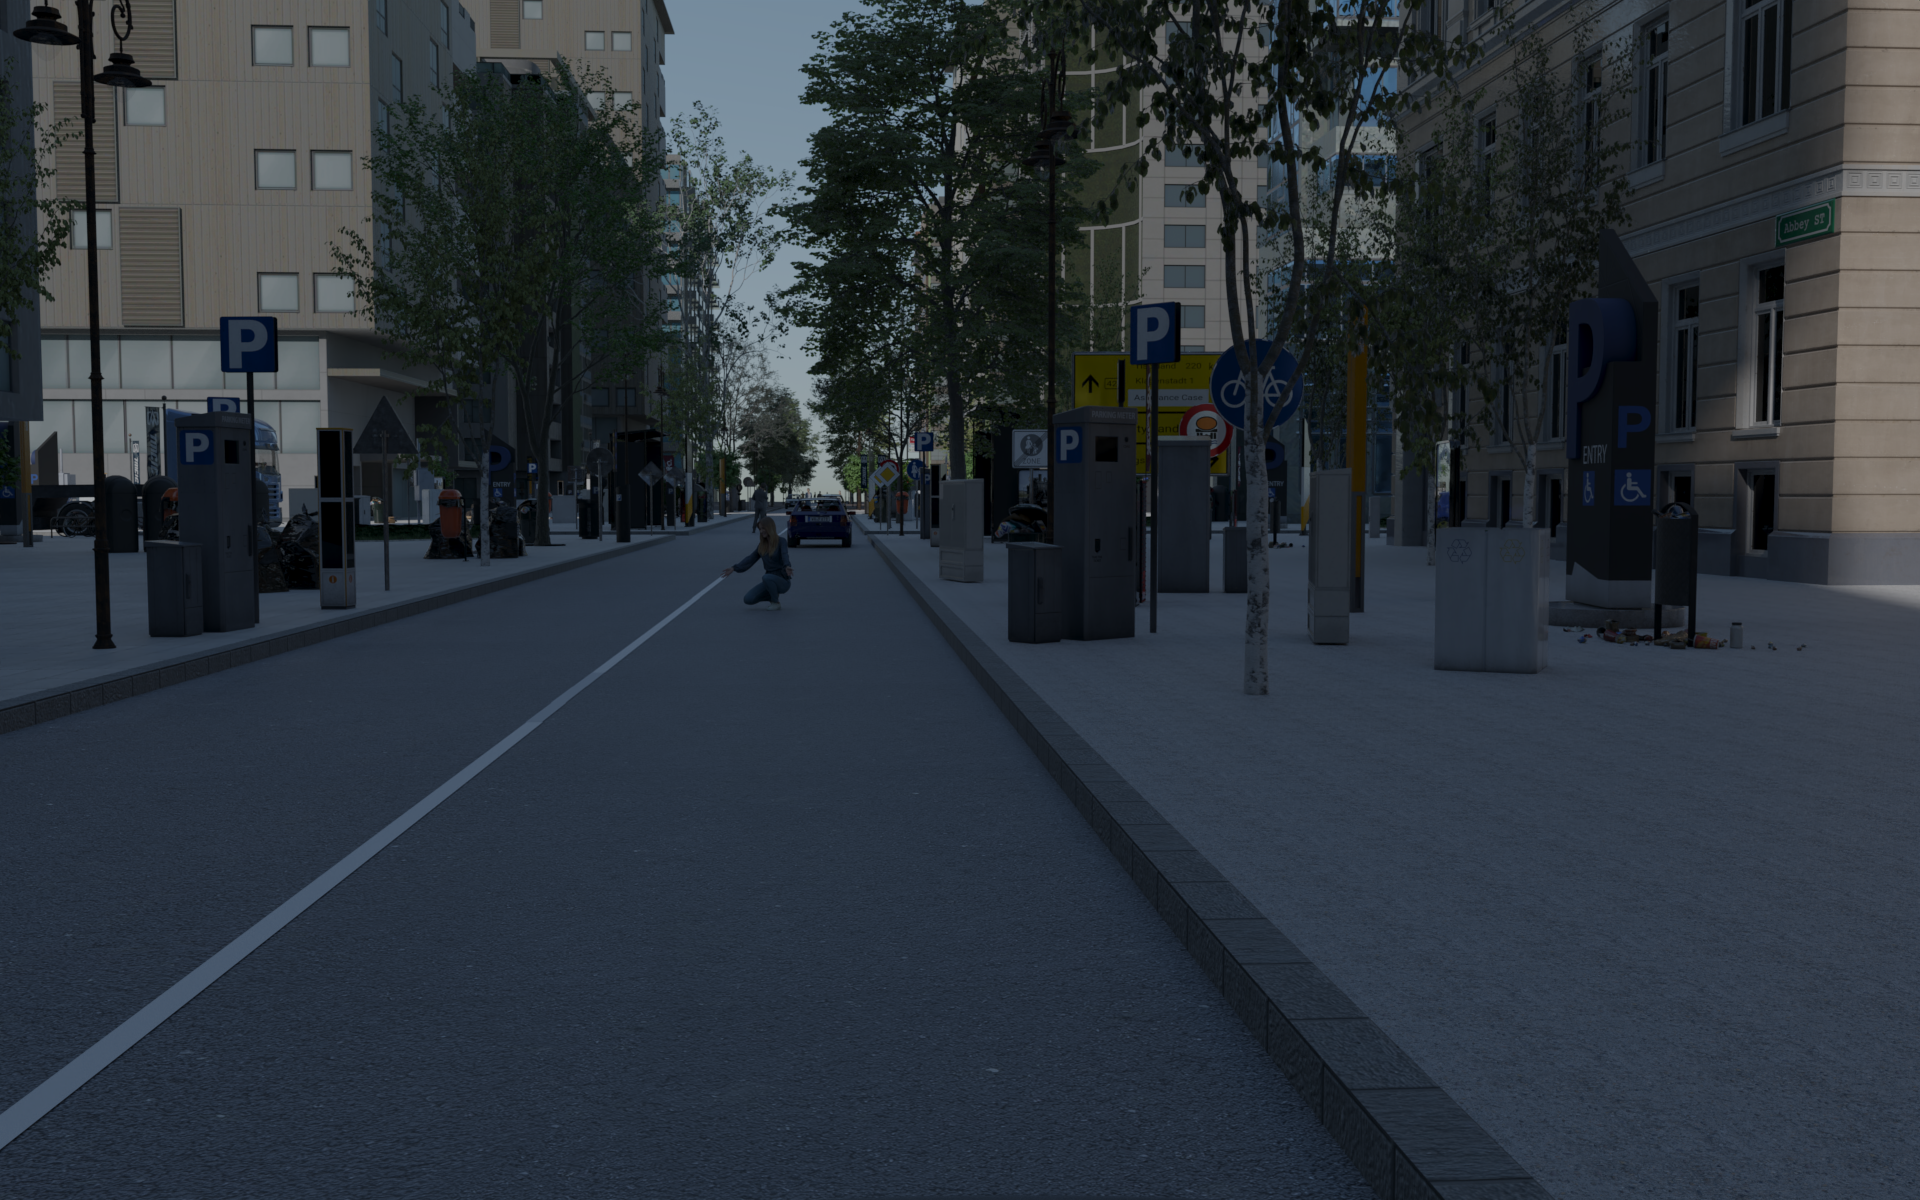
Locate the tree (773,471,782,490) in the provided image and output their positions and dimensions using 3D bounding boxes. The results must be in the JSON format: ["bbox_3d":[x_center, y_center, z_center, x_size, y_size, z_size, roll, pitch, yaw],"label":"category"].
[{"bbox_3d":[-21.102,-12.489,187.909,4.285,4.588,4.351,0,3,0],"label":"tree"}]

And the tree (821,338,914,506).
[{"bbox_3d":[-10.185,-20.248,186.943,12.611,20.169,13.585,0,3,0],"label":"tree"}]

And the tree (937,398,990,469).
[{"bbox_3d":[0.281,-10.254,118.018,4.737,8.622,4.395,0,3,0],"label":"tree"}]

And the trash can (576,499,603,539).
[{"bbox_3d":[-10.542,-2.301,49.281,0.748,1.137,0.748,0,3,0],"label":"trash can"}]

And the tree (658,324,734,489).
[{"bbox_3d":[-11.777,-7.601,74.642,4.737,8.622,4.395,0,3,0],"label":"tree"}]

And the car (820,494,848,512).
[{"bbox_3d":[-7.443,-5.531,100.214,2.009,1.686,4.222,0,4,-5],"label":"car"}]

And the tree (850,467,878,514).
[{"bbox_3d":[-5.615,-7.063,110.083,1.663,3.219,1.824,0,3,0],"label":"tree"}]

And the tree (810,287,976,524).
[{"bbox_3d":[-2.820,-8.591,74.868,8.767,10.594,7.601,1,4,21],"label":"tree"}]

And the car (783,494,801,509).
[{"bbox_3d":[-15.876,-9.534,165.674,2.009,1.686,4.222,0,4,-5],"label":"car"}]

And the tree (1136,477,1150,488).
[{"bbox_3d":[8.737,-5.567,85.614,1.663,3.219,1.824,0,3,0],"label":"tree"}]

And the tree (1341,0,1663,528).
[{"bbox_3d":[8.383,-4.611,25.752,4.360,8.622,3.978,0,3,0],"label":"tree"}]

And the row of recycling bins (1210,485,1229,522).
[{"bbox_3d":[11.012,-4.449,79.860,3.534,1.692,1.069,-3,5,-39],"label":"row of recycling bins"}]

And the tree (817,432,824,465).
[{"bbox_3d":[-25.807,-21.827,263.532,9.857,13.997,8.962,0,3,0],"label":"tree"}]

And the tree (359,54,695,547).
[{"bbox_3d":[-10.341,-7.122,42.208,9.928,11.665,9.643,0,3,0],"label":"tree"}]

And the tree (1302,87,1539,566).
[{"bbox_3d":[8.220,-4.923,30.856,4.737,8.622,4.395,0,3,0],"label":"tree"}]

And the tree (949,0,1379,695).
[{"bbox_3d":[1.793,-3.687,10.650,4.360,8.622,3.978,0,3,0],"label":"tree"}]

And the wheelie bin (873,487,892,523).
[{"bbox_3d":[-3.432,-4.261,77.568,0.693,1.594,0.980,2,4,33],"label":"wheelie bin"}]

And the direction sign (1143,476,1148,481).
[{"bbox_3d":[11.392,-7.135,108.661,0.876,3.537,0.379,0,4,-8],"label":"direction sign"}]

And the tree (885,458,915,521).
[{"bbox_3d":[-2.804,-5.428,83.353,1.663,3.219,1.824,0,3,0],"label":"tree"}]

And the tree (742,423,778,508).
[{"bbox_3d":[-17.919,-12.779,159.292,4.360,8.622,3.978,0,3,0],"label":"tree"}]

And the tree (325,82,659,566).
[{"bbox_3d":[-8.682,-4.921,30.816,4.737,8.622,4.395,0,3,0],"label":"tree"}]

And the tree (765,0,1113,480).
[{"bbox_3d":[-0.354,-7.145,34.950,7.486,12.596,7.792,0,3,0],"label":"tree"}]

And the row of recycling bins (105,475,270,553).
[{"bbox_3d":[-17.286,-1.928,38.633,3.534,1.692,1.069,-2,4,-31],"label":"row of recycling bins"}]

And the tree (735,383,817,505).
[{"bbox_3d":[-21.727,-17.922,199.674,9.857,13.997,8.962,0,3,0],"label":"tree"}]

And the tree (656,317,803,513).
[{"bbox_3d":[-16.086,-12.835,120.216,12.009,13.543,11.850,0,3,0],"label":"tree"}]

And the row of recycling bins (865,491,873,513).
[{"bbox_3d":[-5.513,-6.524,113.775,1.069,1.692,3.534,1,4,9],"label":"row of recycling bins"}]

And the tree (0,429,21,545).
[{"bbox_3d":[-24.559,-3.034,44.205,1.663,3.219,1.824,0,3,0],"label":"tree"}]

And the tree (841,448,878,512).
[{"bbox_3d":[-6.758,-8.531,123.191,4.285,4.588,4.351,0,3,0],"label":"tree"}]

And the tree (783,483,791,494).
[{"bbox_3d":[-25.100,-15.359,245.715,1.663,3.219,1.824,0,3,0],"label":"tree"}]

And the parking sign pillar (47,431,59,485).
[{"bbox_3d":[-38.987,-5.216,73.752,1.447,3.967,1.447,1,4,8],"label":"parking sign pillar"}]

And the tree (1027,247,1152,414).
[{"bbox_3d":[3.960,-6.230,52.215,4.737,8.622,4.395,0,3,0],"label":"tree"}]

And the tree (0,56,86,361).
[{"bbox_3d":[-16.577,-4.786,28.614,4.737,8.622,4.395,0,3,0],"label":"tree"}]

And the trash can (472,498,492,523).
[{"bbox_3d":[-17.729,-3.215,64.218,0.748,1.137,0.748,0,3,0],"label":"trash can"}]

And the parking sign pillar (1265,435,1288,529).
[{"bbox_3d":[11.520,-4.656,64.601,1.447,3.967,1.447,-1,4,-11],"label":"parking sign pillar"}]

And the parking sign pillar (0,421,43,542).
[{"bbox_3d":[-25.406,-3.539,46.331,1.447,3.967,1.447,-1,4,-21],"label":"parking sign pillar"}]

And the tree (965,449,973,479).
[{"bbox_3d":[1.088,-7.814,111.469,4.285,4.588,4.351,0,3,0],"label":"tree"}]

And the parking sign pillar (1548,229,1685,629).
[{"bbox_3d":[6.411,-1.749,17.066,1.447,3.967,1.447,0,4,2],"label":"parking sign pillar"}]

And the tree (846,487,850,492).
[{"bbox_3d":[-13.435,-13.770,219.739,1.663,3.219,1.824,0,3,0],"label":"tree"}]

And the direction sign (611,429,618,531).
[{"bbox_3d":[-12.044,-4.192,60.542,0.379,3.537,0.876,-1,4,-20],"label":"direction sign"}]

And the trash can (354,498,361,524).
[{"bbox_3d":[-22.950,-3.279,65.261,0.748,1.137,0.748,0,3,0],"label":"trash can"}]

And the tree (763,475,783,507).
[{"bbox_3d":[-19.357,-11.110,176.243,1.663,3.219,1.824,0,3,0],"label":"tree"}]

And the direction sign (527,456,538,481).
[{"bbox_3d":[-25.397,-6.807,103.298,0.876,3.537,0.379,1,4,11],"label":"direction sign"}]

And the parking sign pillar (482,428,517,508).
[{"bbox_3d":[-18.477,-4.948,69.370,1.447,3.967,1.447,0,4,-1],"label":"parking sign pillar"}]

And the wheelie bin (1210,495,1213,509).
[{"bbox_3d":[7.127,-2.688,51.864,0.693,1.594,0.980,-3,5,-42],"label":"wheelie bin"}]

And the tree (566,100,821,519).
[{"bbox_3d":[-13.478,-14.088,86.229,12.611,20.169,13.585,0,3,0],"label":"tree"}]

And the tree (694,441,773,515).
[{"bbox_3d":[-14.875,-7.574,107.542,4.285,4.588,4.351,0,3,0],"label":"tree"}]

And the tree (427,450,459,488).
[{"bbox_3d":[-23.308,-5.029,76.822,1.663,3.219,1.824,0,3,0],"label":"tree"}]

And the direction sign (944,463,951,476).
[{"bbox_3d":[-0.744,-8.170,125.571,0.876,3.537,0.379,1,4,14],"label":"direction sign"}]
